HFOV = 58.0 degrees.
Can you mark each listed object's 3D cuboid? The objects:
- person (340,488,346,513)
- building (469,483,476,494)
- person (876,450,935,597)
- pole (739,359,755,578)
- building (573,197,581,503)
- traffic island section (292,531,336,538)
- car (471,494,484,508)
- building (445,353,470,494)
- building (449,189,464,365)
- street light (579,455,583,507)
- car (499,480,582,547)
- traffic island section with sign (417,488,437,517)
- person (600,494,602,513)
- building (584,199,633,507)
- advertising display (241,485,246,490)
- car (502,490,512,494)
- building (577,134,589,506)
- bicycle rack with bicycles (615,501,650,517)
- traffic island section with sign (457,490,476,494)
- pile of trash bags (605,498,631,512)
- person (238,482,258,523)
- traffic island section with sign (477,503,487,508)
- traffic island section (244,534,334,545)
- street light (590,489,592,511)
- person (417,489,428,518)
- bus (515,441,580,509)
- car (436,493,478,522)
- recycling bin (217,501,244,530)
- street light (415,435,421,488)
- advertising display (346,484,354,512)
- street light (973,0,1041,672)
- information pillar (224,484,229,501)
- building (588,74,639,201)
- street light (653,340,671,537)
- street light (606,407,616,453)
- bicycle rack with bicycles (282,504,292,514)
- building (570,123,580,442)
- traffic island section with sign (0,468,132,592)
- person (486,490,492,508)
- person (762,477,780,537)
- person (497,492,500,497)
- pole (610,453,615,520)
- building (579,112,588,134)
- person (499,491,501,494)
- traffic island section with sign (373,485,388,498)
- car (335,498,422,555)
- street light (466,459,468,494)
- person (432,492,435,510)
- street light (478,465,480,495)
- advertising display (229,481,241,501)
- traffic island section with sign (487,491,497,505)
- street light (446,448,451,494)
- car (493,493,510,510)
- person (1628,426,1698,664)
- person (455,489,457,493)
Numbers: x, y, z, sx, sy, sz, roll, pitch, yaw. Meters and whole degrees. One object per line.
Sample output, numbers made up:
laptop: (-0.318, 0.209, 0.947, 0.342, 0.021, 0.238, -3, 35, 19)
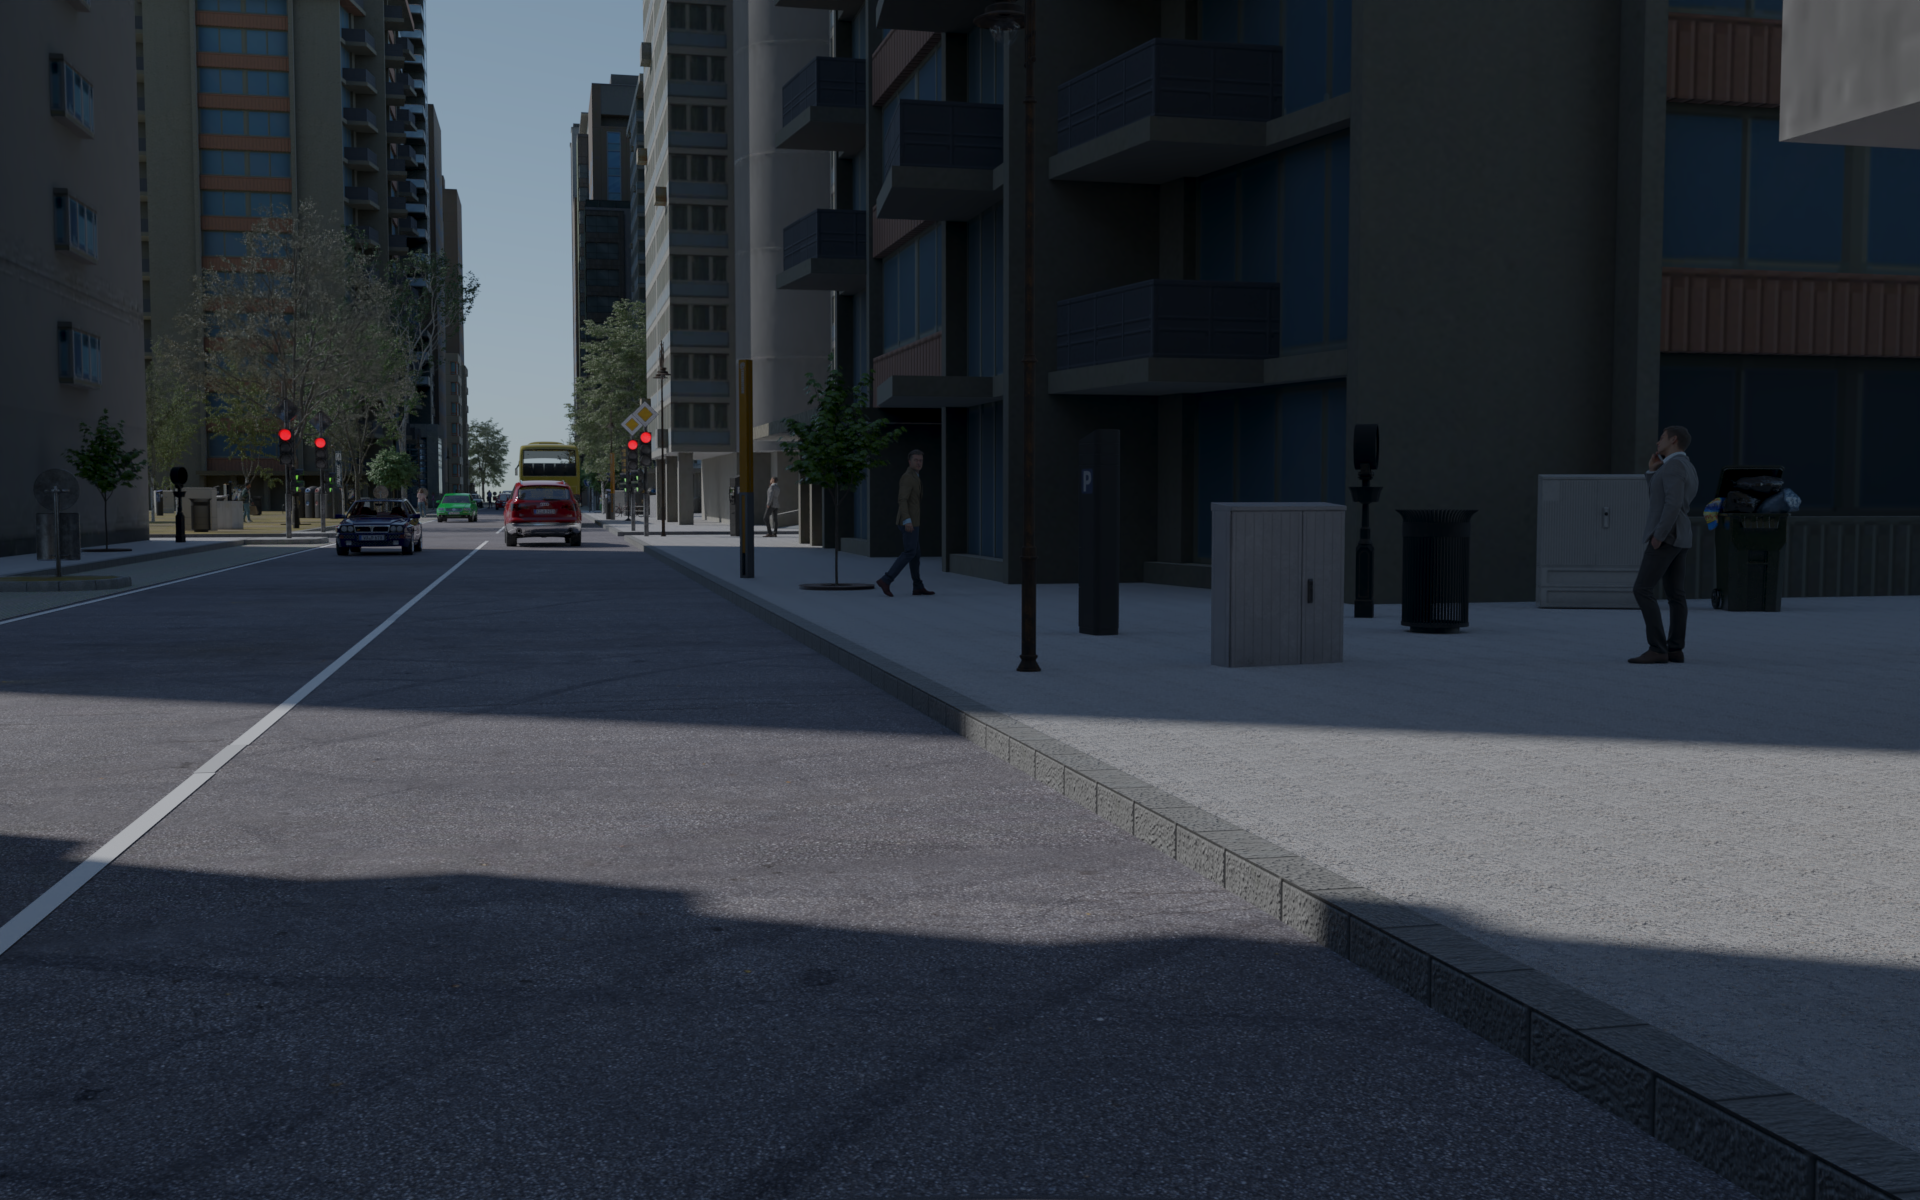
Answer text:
person: (-43.014, -6.980, 120.082, 0.836, 1.842, 0.656, 0, 4, -7)
building: (-90.536, -34.884, 262.232, 32.217, 40.220, 23.993, -1, 4, -13)
person: (-0.653, -0.966, 21.746, 0.836, 1.842, 0.656, -2, 4, -27)
pole: (-3.250, -1.989, 26.360, 0.158, 3.312, 0.155, 0, 3, 0)
building: (-49.617, -37.005, 255.149, 14.600, 45.320, 14.200, -1, 4, -13)
traffic island section: (-21.310, -2.180, 57.919, 2.009, 0.180, 2.903, -1, 4, -13)
car: (-49.633, -10.217, 176.835, 2.009, 1.686, 4.222, -1, 4, -14)
building: (-78.335, -23.148, 223.505, 27.650, 21.520, 28.899, -1, 4, -13)
building: (-77.784, -36.417, 245.523, 14.600, 45.320, 14.200, -1, 4, -13)
street light: (-36.683, -11.922, 167.712, 0.468, 5.910, 1.993, -1, 4, -13)
car: (-11.839, -2.466, 48.985, 2.281, 1.827, 5.304, -1, 4, -15)
traffic island section with sign: (-32.951, -5.980, 106.408, 1.989, 1.847, 2.006, -1, 4, -13)
person: (-23.995, -6.465, 115.994, 0.306, 1.304, 0.590, 0, 4, -4)
building: (-30.316, -24.556, 173.196, 14.160, 30.474, 14.107, -1, 4, -13)
advertising display: (-50.551, -7.104, 121.356, 0.974, 1.923, 0.123, 0, 4, -5)
car: (-46.369, -10.382, 178.412, 2.281, 1.827, 5.304, -1, 4, -15)
building: (-37.044, -31.637, 200.865, 14.154, 41.232, 14.086, -1, 4, -13)
bicycle rack with bicycles: (-17.550, -5.075, 96.364, 2.925, 0.926, 2.852, 2, 4, 34)
traffic island section with sign: (-44.657, -8.967, 155.230, 1.989, 1.847, 2.006, -1, 4, -13)
pile of trash bags: (-24.572, -7.043, 124.909, 1.912, 1.369, 3.447, -1, 4, -17)
person: (-31.630, -4.336, 76.924, 0.713, 1.824, 0.794, 1, 4, 12)
traffic island section with sign: (-50.946, -10.570, 181.444, 1.989, 1.847, 2.006, -1, 4, -13)
traffic island section: (-19.448, -1.705, 50.153, 2.009, 0.180, 2.903, -1, 4, -13)
street light: (-28.173, -9.751, 132.213, 0.468, 5.910, 1.993, -1, 4, -13)
person: (-32.006, -5.753, 103.147, 0.593, 1.750, 0.643, -1, 4, -19)
bus: (-19.110, -5.422, 80.200, 2.896, 3.916, 12.252, -1, 4, -14)
car: (-25.786, -4.897, 88.862, 1.959, 1.807, 4.718, -1, 4, -12)
recycling bin: (-26.462, -3.067, 62.697, 0.722, 1.027, 0.722, 1, 4, 11)
street light: (-41.246, -9.737, 131.993, 0.468, 5.910, 1.993, -1, 4, -13)
advertising display: (-39.597, -6.561, 112.492, 0.123, 1.923, 0.974, 0, 4, 4)
street light: (0.498, -2.422, 12.382, 0.468, 5.910, 1.993, -1, 4, -13)
information pillar: (-54.004, -7.530, 127.604, 0.304, 2.012, 0.304, 3, 4, 37)
building: (-32.649, -32.837, 186.997, 14.600, 45.320, 14.200, -1, 4, -13)
street light: (-8.962, -4.855, 52.167, 0.468, 5.910, 1.993, -1, 4, -13)
street light: (-18.443, -7.270, 91.654, 0.468, 5.910, 1.993, -1, 4, -13)
bicycle rack with bicycles: (-42.311, -6.026, 111.914, 2.925, 0.926, 2.852, -3, 5, -43)
building: (-51.135, -44.938, 276.736, 21.231, 58.520, 28.212, -1, 4, -13)
traffic island section with sign: (-13.702, -1.070, 26.129, 1.989, 1.847, 2.006, -1, 4, -13)
person: (-46.746, -10.000, 171.862, 0.599, 1.838, 0.709, 2, 4, 23)
person: (-5.611, -2.772, 51.543, 0.473, 1.802, 0.592, 3, 4, 36)
person: (-70.940, -15.806, 266.949, 1.348, 1.821, 0.705, 2, 4, 35)
pole: (-17.229, -5.630, 85.900, 0.158, 3.312, 0.155, 0, 3, 0)
building: (-36.998, -39.590, 236.540, 28.713, 52.752, 27.495, -1, 4, -13)
person: (-58.312, -12.918, 219.850, 0.705, 1.807, 1.348, -2, 4, -24)
traffic island section with sign: (-26.448, -4.319, 79.250, 1.989, 1.847, 2.006, -1, 4, -13)
car: (-13.988, -1.787, 41.791, 1.945, 1.354, 3.894, -1, 4, -13)
street light: (-60.542, -14.684, 212.876, 0.468, 5.910, 1.993, -1, 4, -13)
person: (-43.108, -8.086, 141.469, 0.599, 1.433, 0.991, -1, 4, -15)
street light: (-70.092, -17.116, 252.639, 0.468, 5.910, 1.993, -1, 4, -13)
advertising display: (-36.389, -4.990, 86.794, 0.123, 1.923, 0.974, 0, 4, -4)
traffic island section with sign: (-63.713, -13.825, 234.663, 1.989, 1.847, 2.006, -1, 4, -13)
street light: (-50.734, -12.170, 171.770, 0.468, 5.910, 1.993, -1, 4, -13)
car: (-40.896, -8.986, 155.959, 2.155, 1.783, 4.494, -1, 4, -14)
person: (5.354, -0.426, 13.182, 0.592, 1.802, 0.473, -3, 5, -41)
person: (-58.404, -11.910, 200.793, 0.705, 1.821, 1.348, -2, 4, -34)
